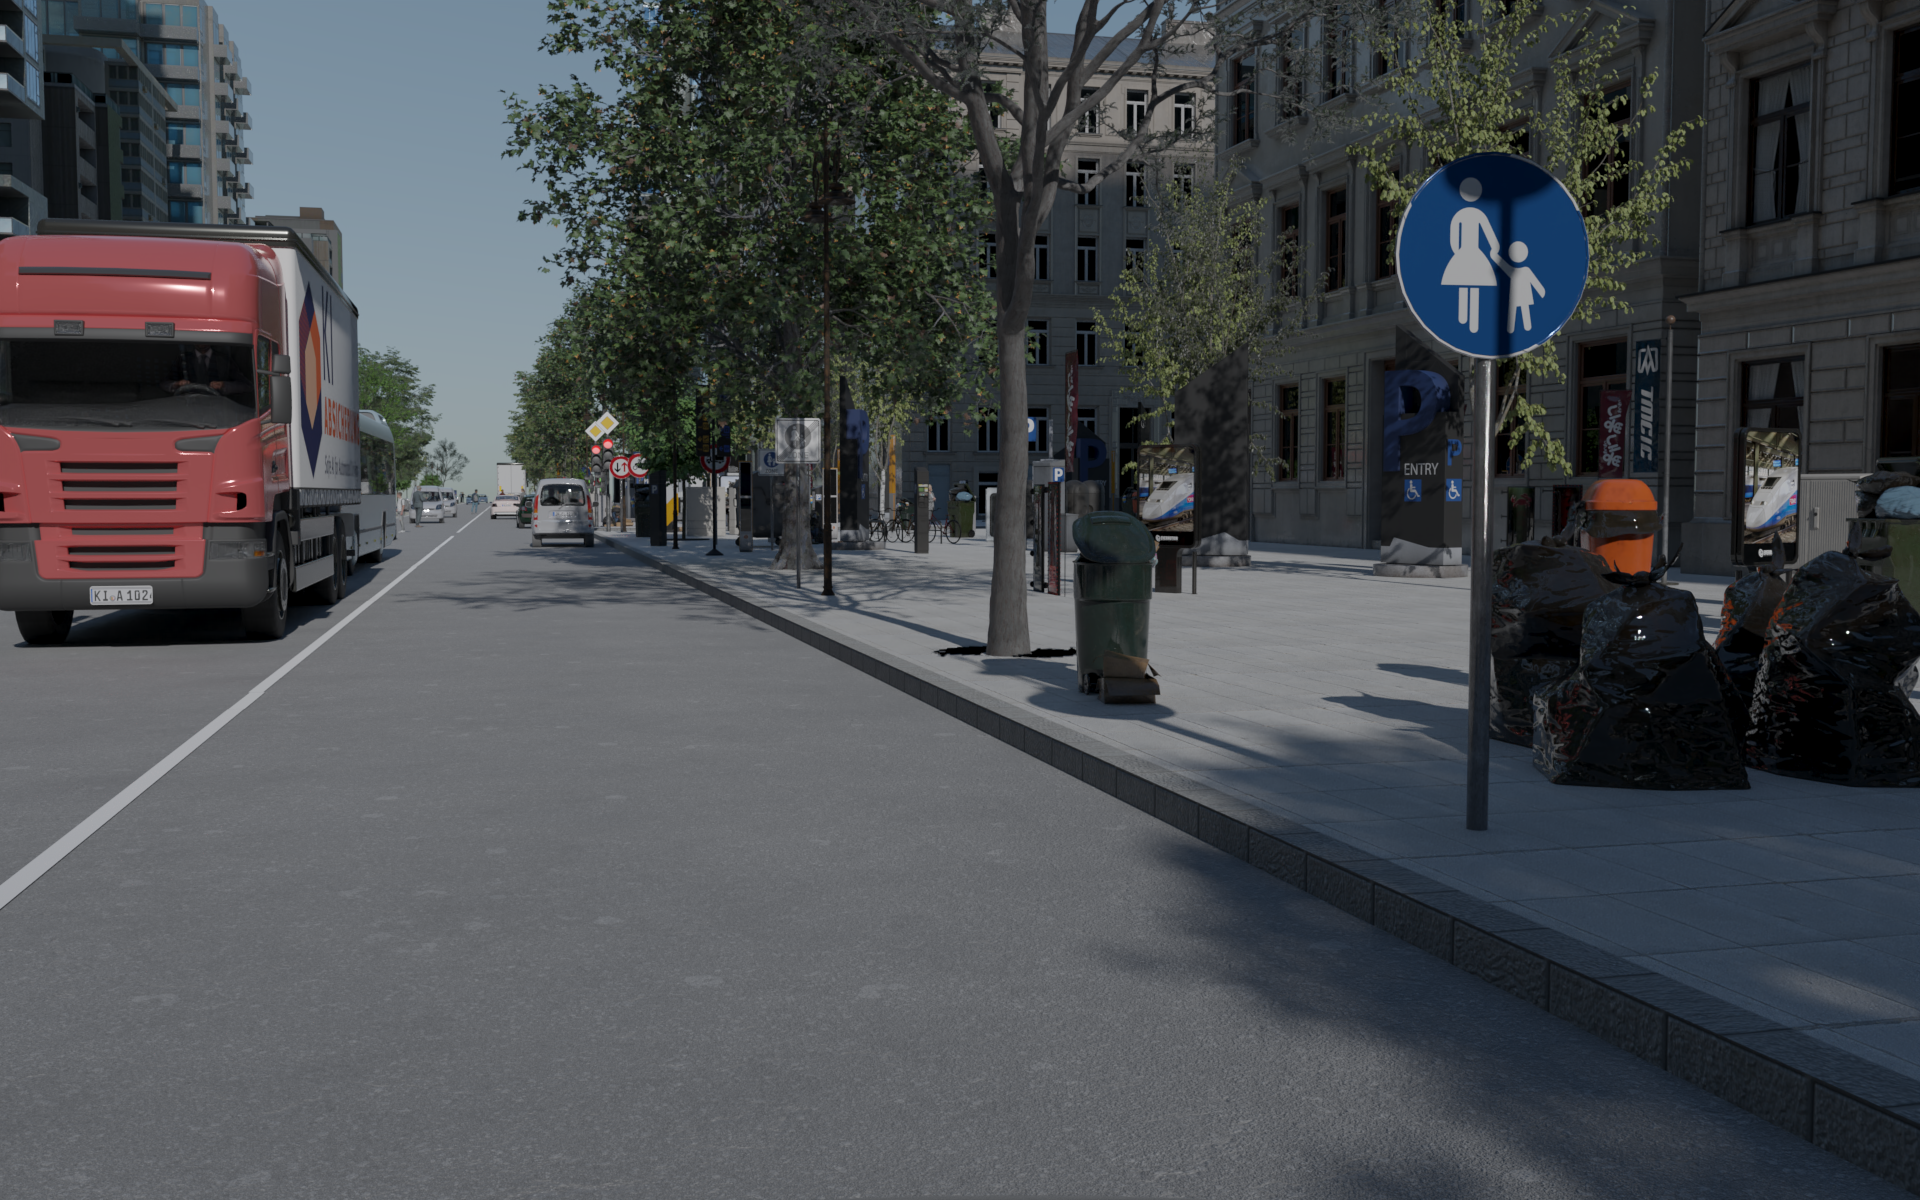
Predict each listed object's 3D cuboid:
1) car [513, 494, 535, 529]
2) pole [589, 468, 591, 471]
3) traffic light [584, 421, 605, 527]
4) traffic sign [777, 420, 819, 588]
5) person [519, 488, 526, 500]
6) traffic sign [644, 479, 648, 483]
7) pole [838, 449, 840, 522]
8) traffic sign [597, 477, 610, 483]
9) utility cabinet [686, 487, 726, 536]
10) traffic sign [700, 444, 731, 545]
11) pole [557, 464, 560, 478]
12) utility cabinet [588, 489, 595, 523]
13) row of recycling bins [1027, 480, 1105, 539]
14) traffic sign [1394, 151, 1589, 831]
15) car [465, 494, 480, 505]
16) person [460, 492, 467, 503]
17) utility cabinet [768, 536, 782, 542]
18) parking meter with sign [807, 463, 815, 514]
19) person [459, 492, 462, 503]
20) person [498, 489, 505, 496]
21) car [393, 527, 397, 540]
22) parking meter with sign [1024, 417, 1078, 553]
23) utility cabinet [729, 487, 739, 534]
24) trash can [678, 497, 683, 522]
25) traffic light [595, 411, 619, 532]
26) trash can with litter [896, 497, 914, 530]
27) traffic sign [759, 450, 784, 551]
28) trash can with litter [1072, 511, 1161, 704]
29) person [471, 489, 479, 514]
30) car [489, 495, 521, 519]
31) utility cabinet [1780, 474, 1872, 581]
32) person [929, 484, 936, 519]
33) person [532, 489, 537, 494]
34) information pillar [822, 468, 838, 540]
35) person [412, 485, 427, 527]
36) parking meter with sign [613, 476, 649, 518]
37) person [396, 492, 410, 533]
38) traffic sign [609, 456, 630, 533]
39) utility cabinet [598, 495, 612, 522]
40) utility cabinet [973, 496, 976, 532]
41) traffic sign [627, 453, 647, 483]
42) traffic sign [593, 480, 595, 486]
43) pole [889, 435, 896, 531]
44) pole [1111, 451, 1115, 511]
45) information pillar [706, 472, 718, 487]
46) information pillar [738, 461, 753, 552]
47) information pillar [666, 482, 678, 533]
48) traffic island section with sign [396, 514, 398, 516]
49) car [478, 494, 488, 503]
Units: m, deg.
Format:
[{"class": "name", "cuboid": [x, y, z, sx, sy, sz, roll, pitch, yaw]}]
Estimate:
[{"class": "car", "cuboid": [-17.826, -3.876, 73.164, 2.009, 1.686, 4.222, -1, 4, -16]}, {"class": "pole", "cuboid": [-27.641, -8.298, 129.511, 0.158, 3.312, 0.155, 0, 3, 0]}, {"class": "traffic light", "cuboid": [-14.015, -4.751, 66.604, 0.839, 4.253, 0.868, -1, 4, -15]}, {"class": "traffic sign", "cuboid": [-2.193, -1.304, 23.456, 0.606, 2.300, 0.079, -1, 4, -10]}, {"class": "person", "cuboid": [-27.669, -6.139, 109.145, 0.573, 1.790, 0.520, 1, 4, 17]}, {"class": "traffic sign", "cuboid": [-19.753, -6.661, 109.008, 0.768, 2.556, 0.104, 0, 4, -7]}, {"class": "pole", "cuboid": [-5.424, -5.167, 78.323, 0.158, 3.312, 0.155, 0, 3, 0]}, {"class": "traffic sign", "cuboid": [-21.245, -6.303, 103.165, 0.768, 2.556, 0.104, -1, 4, -14]}, {"class": "utility cabinet", "cuboid": [-7.696, -2.670, 52.330, 1.173, 1.500, 0.318, -1, 4, -19]}, {"class": "traffic sign", "cuboid": [-6.179, -2.672, 43.789, 0.768, 2.556, 0.104, -1, 4, -9]}, {"class": "pole", "cuboid": [-26.460, -7.365, 114.253, 0.158, 3.312, 0.155, 0, 3, 0]}, {"class": "utility cabinet", "cuboid": [-16.484, -4.168, 76.828, 0.318, 1.500, 1.173, -2, 4, -35]}, {"class": "row of recycling bins", "cuboid": [3.020, -2.678, 50.894, 1.069, 1.692, 3.534, 3, 5, 44]}, {"class": "traffic sign", "cuboid": [1.981, -0.395, 6.559, 0.768, 2.556, 0.104, -1, 4, -9]}, {"class": "car", "cuboid": [-66.154, -13.650, 235.181, 2.014, 1.417, 4.499, -1, 4, -15]}, {"class": "person", "cuboid": [-81.181, -16.784, 282.933, 1.348, 1.822, 0.705, -3, 5, -43]}, {"class": "utility cabinet", "cuboid": [-4.842, -2.280, 45.953, 0.318, 1.500, 1.173, 0, 4, 6]}, {"class": "parking meter with sign", "cuboid": [-6.193, -4.441, 68.879, 0.543, 3.016, 1.738, -1, 4, -17]}, {"class": "person", "cuboid": [-83.283, -17.170, 289.219, 1.348, 1.826, 0.705, 3, 4, 37]}, {"class": "person", "cuboid": [-38.631, -8.434, 146.362, 0.705, 1.831, 1.348, 3, 5, 43]}, {"class": "car", "cuboid": [-18.311, -2.486, 53.010, 2.083, 1.381, 4.827, -1, 4, -15]}, {"class": "parking meter with sign", "cuboid": [1.971, -2.588, 38.575, 0.543, 3.016, 1.738, -3, 4, -36]}, {"class": "utility cabinet", "cuboid": [-6.716, -2.809, 54.610, 1.173, 1.500, 0.318, -3, 5, -43]}, {"class": "trash can", "cuboid": [-12.994, -4.213, 80.531, 0.748, 1.137, 0.748, 0, 3, 0]}, {"class": "traffic light", "cuboid": [-11.990, -4.279, 58.879, 0.839, 4.253, 0.868, -1, 4, -15]}, {"class": "trash can with litter", "cuboid": [-1.717, -3.072, 61.609, 1.055, 1.170, 0.624, -2, 4, -34]}, {"class": "traffic sign", "cuboid": [-4.264, -2.271, 39.267, 0.606, 2.300, 0.079, 0, 4, -5]}, {"class": "trash can with litter", "cuboid": [1.065, 0.025, 10.973, 0.624, 1.170, 1.055, 0, 4, -8]}, {"class": "person", "cuboid": [-34.633, -7.026, 123.726, 0.623, 1.781, 0.721, 0, 4, -2]}, {"class": "car", "cuboid": [-26.028, -5.338, 99.630, 2.083, 1.381, 4.827, -1, 4, -14]}, {"class": "utility cabinet", "cuboid": [9.397, -0.633, 19.027, 0.318, 1.500, 1.173, -2, 4, -30]}, {"class": "person", "cuboid": [-1.078, -3.428, 64.732, 0.526, 1.800, 0.537, 3, 5, 40]}, {"class": "person", "cuboid": [-27.604, -6.341, 112.448, 0.793, 1.790, 0.793, 2, 4, 31]}, {"class": "information pillar", "cuboid": [-3.658, -2.711, 48.811, 0.304, 2.012, 0.304, 3, 5, 42]}, {"class": "person", "cuboid": [-23.285, -4.038, 74.694, 0.661, 1.801, 0.590, 2, 4, 30]}, {"class": "parking meter with sign", "cuboid": [-15.385, -5.203, 81.333, 1.738, 3.016, 0.543, -2, 4, -32]}, {"class": "person", "cuboid": [-20.738, -3.255, 64.322, 0.503, 1.515, 0.523, 1, 4, 20]}, {"class": "traffic sign", "cuboid": [-11.265, -3.516, 57.593, 0.768, 2.556, 0.104, -1, 4, -14]}, {"class": "utility cabinet", "cuboid": [-16.313, -4.123, 78.568, 1.020, 1.237, 0.306, -3, 5, -41]}, {"class": "utility cabinet", "cuboid": [0.287, -2.875, 58.164, 0.306, 1.237, 1.020, 1, 4, 12]}, {"class": "traffic sign", "cuboid": [-9.965, -3.293, 53.952, 0.768, 2.556, 0.104, 0, 4, -6]}, {"class": "traffic sign", "cuboid": [-29.827, -8.552, 139.936, 0.768, 2.556, 0.104, -1, 4, -8]}, {"class": "pole", "cuboid": [-2.334, -4.033, 59.790, 0.158, 3.312, 0.155, 0, 3, 0]}, {"class": "pole", "cuboid": [7.221, -5.375, 81.718, 0.158, 3.312, 0.155, 0, 3, 0]}, {"class": "information pillar", "cuboid": [-8.306, -3.280, 58.112, 0.304, 2.012, 0.304, -3, 4, -38]}, {"class": "information pillar", "cuboid": [-4.742, -2.072, 38.363, 0.304, 2.012, 0.304, 0, 4, -6]}, {"class": "information pillar", "cuboid": [-9.592, -4.045, 57.486, 0.504, 3.616, 0.183, 2, 4, 25]}, {"class": "traffic island section with sign", "cuboid": [-37.365, -6.333, 112.165, 1.989, 1.847, 2.006, -1, 4, -15]}, {"class": "car", "cuboid": [-76.823, -16.292, 278.379, 2.014, 1.417, 4.499, -1, 4, -16]}]
